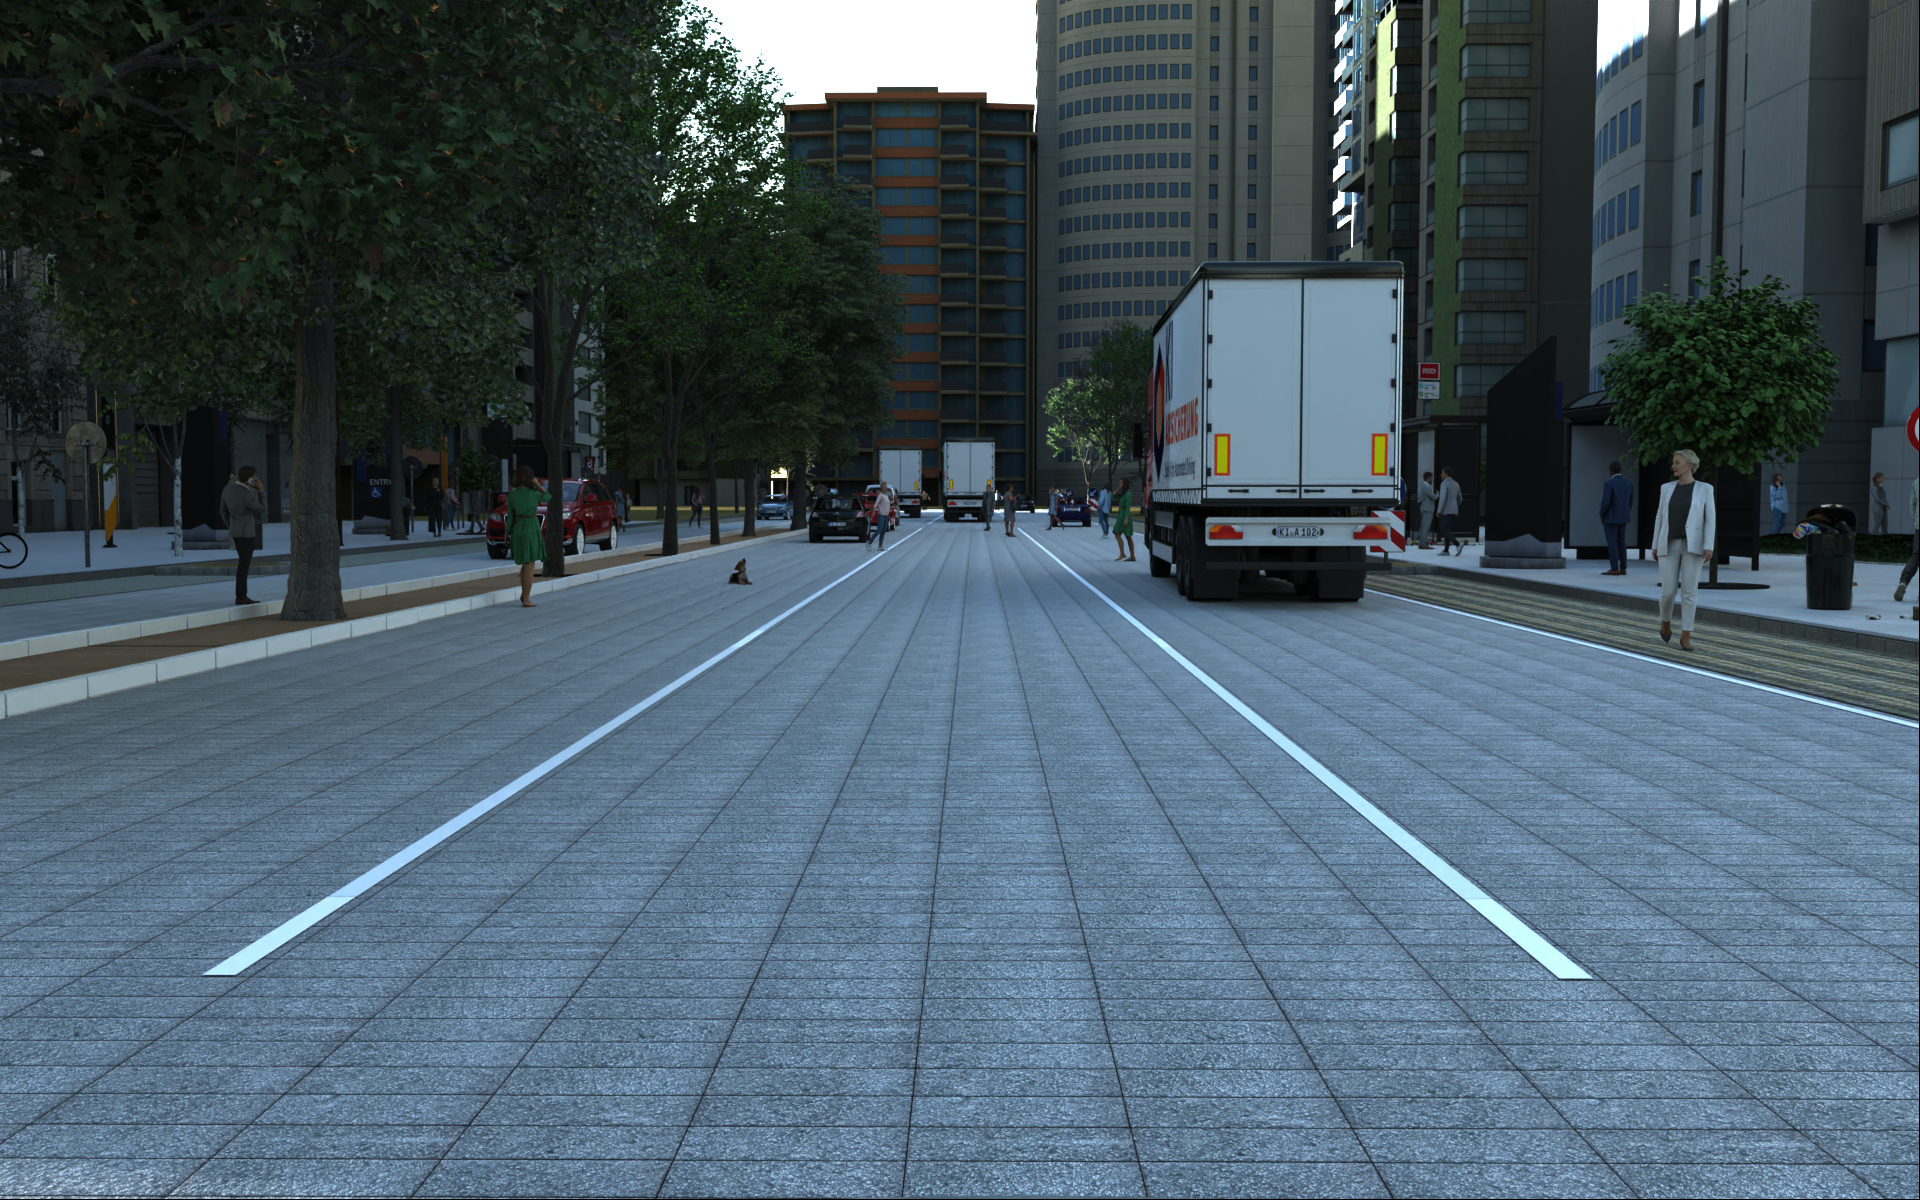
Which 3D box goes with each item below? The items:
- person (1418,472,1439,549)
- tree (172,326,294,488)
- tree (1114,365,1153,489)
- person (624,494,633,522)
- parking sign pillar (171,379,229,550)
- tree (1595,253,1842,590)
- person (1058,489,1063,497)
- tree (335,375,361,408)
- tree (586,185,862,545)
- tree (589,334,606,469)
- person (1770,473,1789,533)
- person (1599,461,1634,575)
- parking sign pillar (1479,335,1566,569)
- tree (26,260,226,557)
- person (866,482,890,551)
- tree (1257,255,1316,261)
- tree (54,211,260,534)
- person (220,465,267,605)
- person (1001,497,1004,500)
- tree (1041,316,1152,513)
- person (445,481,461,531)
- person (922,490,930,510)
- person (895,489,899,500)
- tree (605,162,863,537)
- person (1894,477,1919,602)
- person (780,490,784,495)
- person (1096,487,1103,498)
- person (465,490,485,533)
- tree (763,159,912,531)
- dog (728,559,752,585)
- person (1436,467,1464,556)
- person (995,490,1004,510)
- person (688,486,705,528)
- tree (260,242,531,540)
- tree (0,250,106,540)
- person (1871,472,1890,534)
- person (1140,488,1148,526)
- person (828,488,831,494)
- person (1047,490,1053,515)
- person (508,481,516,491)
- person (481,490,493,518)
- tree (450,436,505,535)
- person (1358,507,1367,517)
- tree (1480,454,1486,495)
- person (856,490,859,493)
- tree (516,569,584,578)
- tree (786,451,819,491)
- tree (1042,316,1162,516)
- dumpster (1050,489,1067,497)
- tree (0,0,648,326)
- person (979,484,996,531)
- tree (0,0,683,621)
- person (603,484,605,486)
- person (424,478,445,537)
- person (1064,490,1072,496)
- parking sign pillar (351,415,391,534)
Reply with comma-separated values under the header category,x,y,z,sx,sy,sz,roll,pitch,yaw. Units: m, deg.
category,x,y,z,sx,sy,sz,roll,pitch,yaw
person,10.929,-2.084,40.296,0.466,1.800,0.511,-1,4,-8
tree,-26.800,-6.885,62.935,4.360,8.622,3.978,0,3,0
tree,10.400,-8.839,94.883,4.360,8.622,3.978,0,3,0
person,-15.541,-4.327,81.066,0.640,1.303,0.475,3,5,43
parking sign pillar,-17.645,-3.174,40.362,1.447,3.967,1.447,2,4,28
tree,10.454,-2.458,23.896,4.285,4.588,4.351,0,3,0
person,7.876,-7.945,138.389,1.348,1.826,0.705,3,5,42
tree,-25.983,-7.252,68.932,4.360,8.622,3.978,0,3,0
tree,-6.892,-6.857,48.984,8.767,10.594,7.601,0,4,1
tree,-15.065,-10.463,89.196,7.486,12.596,7.792,0,3,0
person,19.992,-2.203,42.329,0.793,1.790,0.793,1,4,20
person,10.380,-1.293,27.362,0.721,1.800,0.419,-2,4,-30
parking sign pillar,9.823,-2.549,30.141,1.447,3.967,1.447,-3,4,-36
tree,-16.283,-5.202,35.419,4.737,8.622,4.395,0,3,0
person,-2.092,-2.106,43.601,0.598,1.740,0.731,1,4,13
tree,9.893,-6.265,52.791,4.737,8.622,4.395,0,3,0
tree,-24.702,-7.917,55.200,9.928,11.665,9.643,0,3,0
person,-9.294,-0.845,22.502,0.473,1.802,0.592,-3,5,-41
person,4.014,-8.252,144.095,1.217,1.739,0.721,1,4,18
tree,10.403,-12.732,118.531,12.009,13.543,11.850,0,3,0
person,-17.758,-3.288,60.394,0.593,1.750,0.643,3,5,44
person,-3.145,-8.862,153.400,1.348,1.823,0.705,-3,4,-38
person,-3.657,-5.280,95.549,0.721,1.735,1.217,1,4,22
tree,-7.184,-8.421,58.261,7.486,12.596,7.792,0,3,0
person,11.517,-0.851,20.444,0.515,1.767,0.782,-1,4,-20
person,-12.859,-7.134,126.072,0.436,1.711,0.756,-2,4,-33
person,10.791,-7.596,130.319,1.350,1.814,0.705,2,4,29
person,-16.150,-3.148,57.608,0.767,1.812,0.694,-2,4,-31
tree,-6.273,-9.655,66.965,9.857,13.997,8.962,0,3,0
dog,-3.465,-0.462,27.739,0.550,0.427,0.748,1,4,16
person,10.192,-1.835,35.898,0.661,1.843,0.795,-3,4,-38
person,3.328,-8.952,154.853,1.348,1.826,0.705,2,4,28
person,-11.075,-3.884,72.597,0.643,1.750,0.593,3,4,36
tree,-15.576,-7.910,47.462,7.486,12.596,7.792,0,3,0
tree,-25.898,-5.972,48.012,4.360,8.622,3.978,0,3,0
person,21.552,-2.083,40.380,0.573,1.790,0.520,2,4,28
person,8.323,-4.232,77.871,0.537,1.800,0.526,-1,4,-15
person,-9.172,-6.935,121.892,0.705,1.824,1.348,-1,4,-15
person,6.303,-6.806,120.327,0.434,1.755,0.990,-1,4,-19
person,-13.472,-2.693,52.487,0.822,1.834,0.622,0,4,4
person,-25.218,-5.242,92.286,0.750,1.759,0.617,-1,4,-19
tree,-15.511,-3.677,54.719,1.663,3.219,1.824,0,3,0
person,13.342,-3.087,56.783,0.850,1.792,0.678,3,5,43
tree,24.011,-5.212,79.819,1.663,3.219,1.824,0,3,0
person,-7.591,-7.217,127.221,1.217,1.735,0.721,1,4,20
tree,-6.903,-6.190,29.412,9.928,11.665,9.643,0,3,0
tree,-14.349,-12.541,155.413,4.360,8.622,3.978,0,3,0
tree,10.844,-10.805,102.418,9.928,11.665,9.643,0,3,0
dumpster,8.231,-8.164,141.698,1.865,1.857,1.264,0,4,2
tree,-6.949,-5.512,9.590,9.611,12.733,9.660,0,3,0
person,1.065,-3.625,67.867,0.694,1.812,0.767,2,4,35
tree,-7.366,-6.744,19.371,9.857,13.997,8.962,0,3,0
person,-20.151,-5.654,98.348,0.599,1.838,0.709,0,4,-1
person,-15.724,-2.776,51.851,0.576,1.772,0.534,-2,4,-30
person,8.001,-7.304,128.719,0.742,1.727,0.445,2,4,27
parking sign pillar,-18.800,-4.107,55.622,1.447,3.967,1.447,-2,4,-26
